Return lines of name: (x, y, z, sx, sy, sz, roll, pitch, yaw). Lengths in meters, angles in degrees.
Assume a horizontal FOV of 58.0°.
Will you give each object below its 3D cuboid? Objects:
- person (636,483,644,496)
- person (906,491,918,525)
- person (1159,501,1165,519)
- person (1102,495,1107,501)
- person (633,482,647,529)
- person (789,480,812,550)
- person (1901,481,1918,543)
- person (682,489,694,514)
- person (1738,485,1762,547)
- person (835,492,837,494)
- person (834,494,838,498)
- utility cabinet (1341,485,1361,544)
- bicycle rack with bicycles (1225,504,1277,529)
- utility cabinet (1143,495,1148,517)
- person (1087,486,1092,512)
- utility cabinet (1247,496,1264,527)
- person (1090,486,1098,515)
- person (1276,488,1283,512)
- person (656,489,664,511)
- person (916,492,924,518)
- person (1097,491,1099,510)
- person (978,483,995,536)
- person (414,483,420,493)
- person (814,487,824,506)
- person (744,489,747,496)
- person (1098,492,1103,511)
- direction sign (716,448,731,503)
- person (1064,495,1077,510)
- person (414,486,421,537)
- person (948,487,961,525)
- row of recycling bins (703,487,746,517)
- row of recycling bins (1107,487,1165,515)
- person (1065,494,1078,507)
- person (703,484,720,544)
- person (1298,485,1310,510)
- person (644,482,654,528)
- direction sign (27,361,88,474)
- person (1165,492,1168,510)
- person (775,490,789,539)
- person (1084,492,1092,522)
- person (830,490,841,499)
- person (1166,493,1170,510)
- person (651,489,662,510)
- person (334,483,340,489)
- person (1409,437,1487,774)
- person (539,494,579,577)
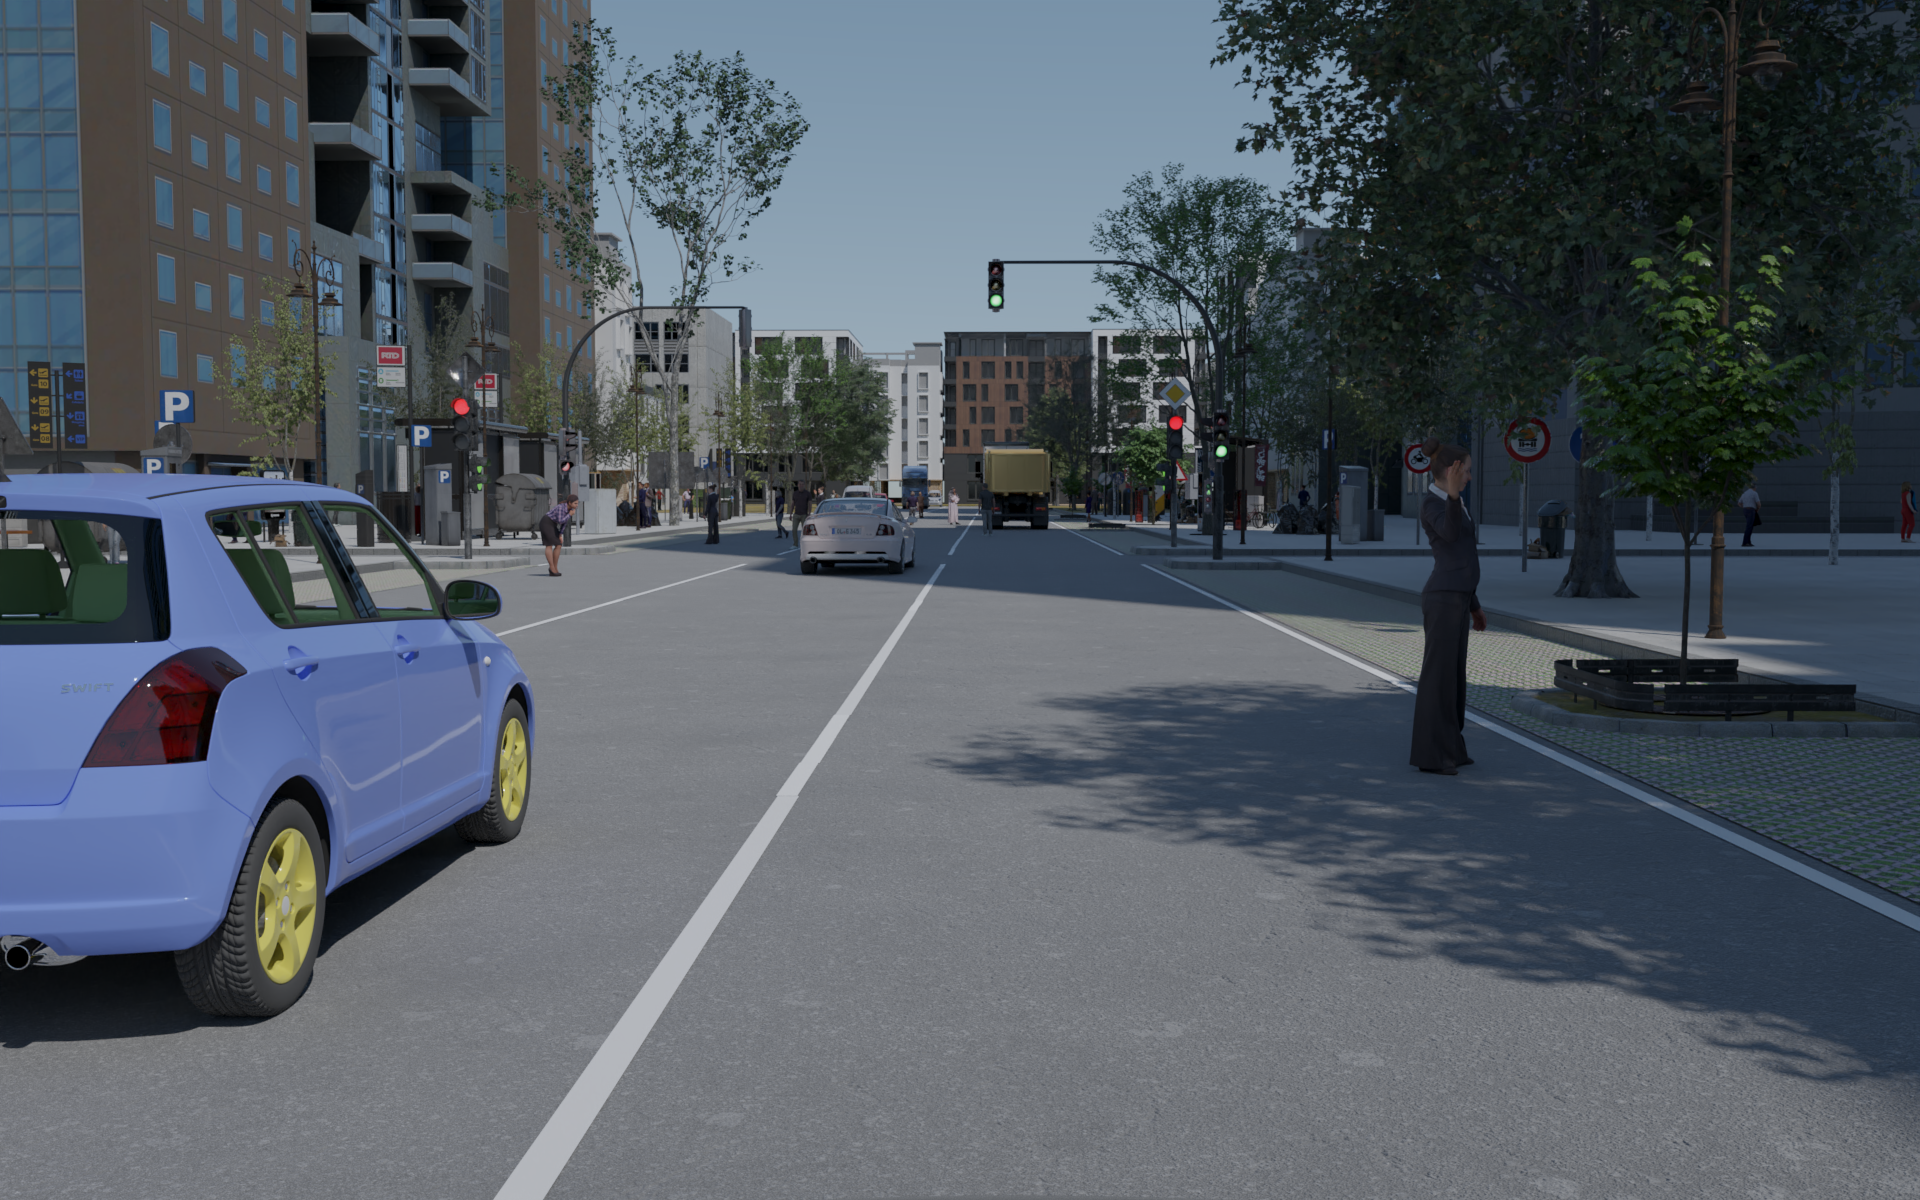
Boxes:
person: (-14.560, -4.457, 79.358, 0.568, 1.767, 0.683, -2, 4, -34)
person: (-2.239, -4.185, 79.126, 0.569, 1.553, 0.471, 2, 4, 28)
person: (10.289, -4.975, 89.351, 0.435, 1.587, 0.963, -1, 4, -8)
person: (11.741, -8.015, 140.317, 0.421, 1.427, 0.697, 2, 4, 24)
person: (-11.886, -3.516, 64.233, 0.504, 1.737, 0.576, -3, 5, -44)
person: (-4.136, -2.209, 44.745, 0.598, 1.807, 0.434, 2, 4, 28)
person: (25.038, -2.321, 45.695, 0.444, 1.614, 0.593, 2, 4, 33)
person: (-17.509, -6.390, 111.459, 0.756, 1.711, 0.436, -1, 4, -8)
person: (19.286, -2.084, 42.336, 0.590, 1.554, 0.614, -1, 4, -21)
person: (-14.256, -11.436, 196.260, 0.721, 1.735, 1.217, 0, 4, 2)
person: (-6.076, -4.606, 87.050, 0.776, 1.435, 0.726, 3, 5, 40)
utility cabinet: (10.065, -2.194, 44.557, 0.318, 1.500, 1.173, 1, 4, 22)
bicycle rack with bicycles: (10.712, -3.156, 64.975, 2.925, 0.926, 2.852, -2, 4, -30)
utility cabinet: (10.530, -5.356, 98.730, 1.020, 1.237, 0.306, 1, 4, 23)
person: (9.186, -7.133, 122.684, 0.705, 1.821, 1.348, 1, 4, 17)
utility cabinet: (11.449, -3.470, 67.895, 0.306, 1.237, 1.020, -2, 4, -35)
person: (8.185, -6.099, 106.317, 0.434, 1.755, 0.990, 3, 5, 42)
person: (22.798, -7.130, 123.283, 0.621, 1.740, 0.551, -1, 4, -19)
person: (-23.108, -7.791, 133.364, 0.705, 1.831, 1.348, 2, 4, 26)
person: (-2.382, -5.689, 103.781, 0.482, 1.546, 0.388, 0, 4, 4)
person: (10.904, -7.946, 135.990, 0.705, 1.821, 1.348, -1, 4, -14)
person: (0.899, -3.081, 59.005, 0.598, 1.807, 0.434, -1, 4, -10)
person: (-23.749, -4.267, 75.943, 0.434, 1.807, 0.598, -3, 4, -38)
person: (-5.632, -3.628, 68.613, 0.742, 1.727, 0.445, 3, 5, 44)
person: (-19.214, -8.979, 153.296, 0.683, 1.767, 0.568, -1, 4, -16)
person: (10.616, -7.612, 131.210, 1.217, 1.736, 0.721, -1, 4, -22)
direction sign: (-11.669, -5.723, 85.562, 0.876, 3.537, 0.379, 2, 4, 28)
person: (9.014, -8.213, 141.141, 1.217, 1.723, 0.721, -2, 4, -27)
person: (-16.342, -2.668, 52.128, 0.387, 1.526, 0.523, 2, 4, 32)
person: (-0.311, -4.394, 81.004, 0.621, 1.740, 0.551, 2, 4, 33)
row of recycling bins: (-13.511, -5.639, 99.306, 1.069, 1.692, 3.534, -3, 5, -44)
row of recycling bins: (10.688, -6.006, 105.306, 3.534, 1.692, 1.069, 0, 4, -7)
person: (10.773, -9.910, 168.160, 1.350, 1.814, 0.705, 1, 4, 13)
person: (-7.107, -2.467, 49.635, 0.445, 1.727, 0.742, 0, 4, -1)
person: (17.194, -4.892, 86.730, 0.576, 1.737, 0.504, -1, 4, -12)
person: (-11.943, -3.613, 65.934, 0.431, 1.722, 0.655, -2, 4, -30)
direction sign: (-15.490, -2.312, 29.793, 0.876, 3.537, 0.379, -2, 4, -31)
person: (17.041, -8.376, 142.616, 0.705, 1.869, 1.348, -2, 4, -24)
person: (-5.728, -2.740, 55.511, 0.471, 1.553, 0.569, 0, 4, 7)
person: (6.469, -4.734, 88.269, 0.546, 1.535, 0.453, 2, 4, 30)
person: (-8.500, -6.590, 116.963, 0.841, 1.734, 0.376, 2, 4, 29)
person: (16.936, -8.200, 140.044, 0.705, 1.831, 1.348, -3, 4, -38)
person: (-21.028, -6.856, 118.855, 1.217, 1.735, 0.721, -2, 4, -27)
person: (-24.780, -3.792, 68.769, 0.376, 1.734, 0.841, 0, 4, 3)
person: (2.547, 0.030, 8.807, 0.445, 1.727, 0.742, 0, 4, -2)
person: (-6.940, -1.120, 30.043, 0.697, 1.427, 0.421, 1, 4, 10)
